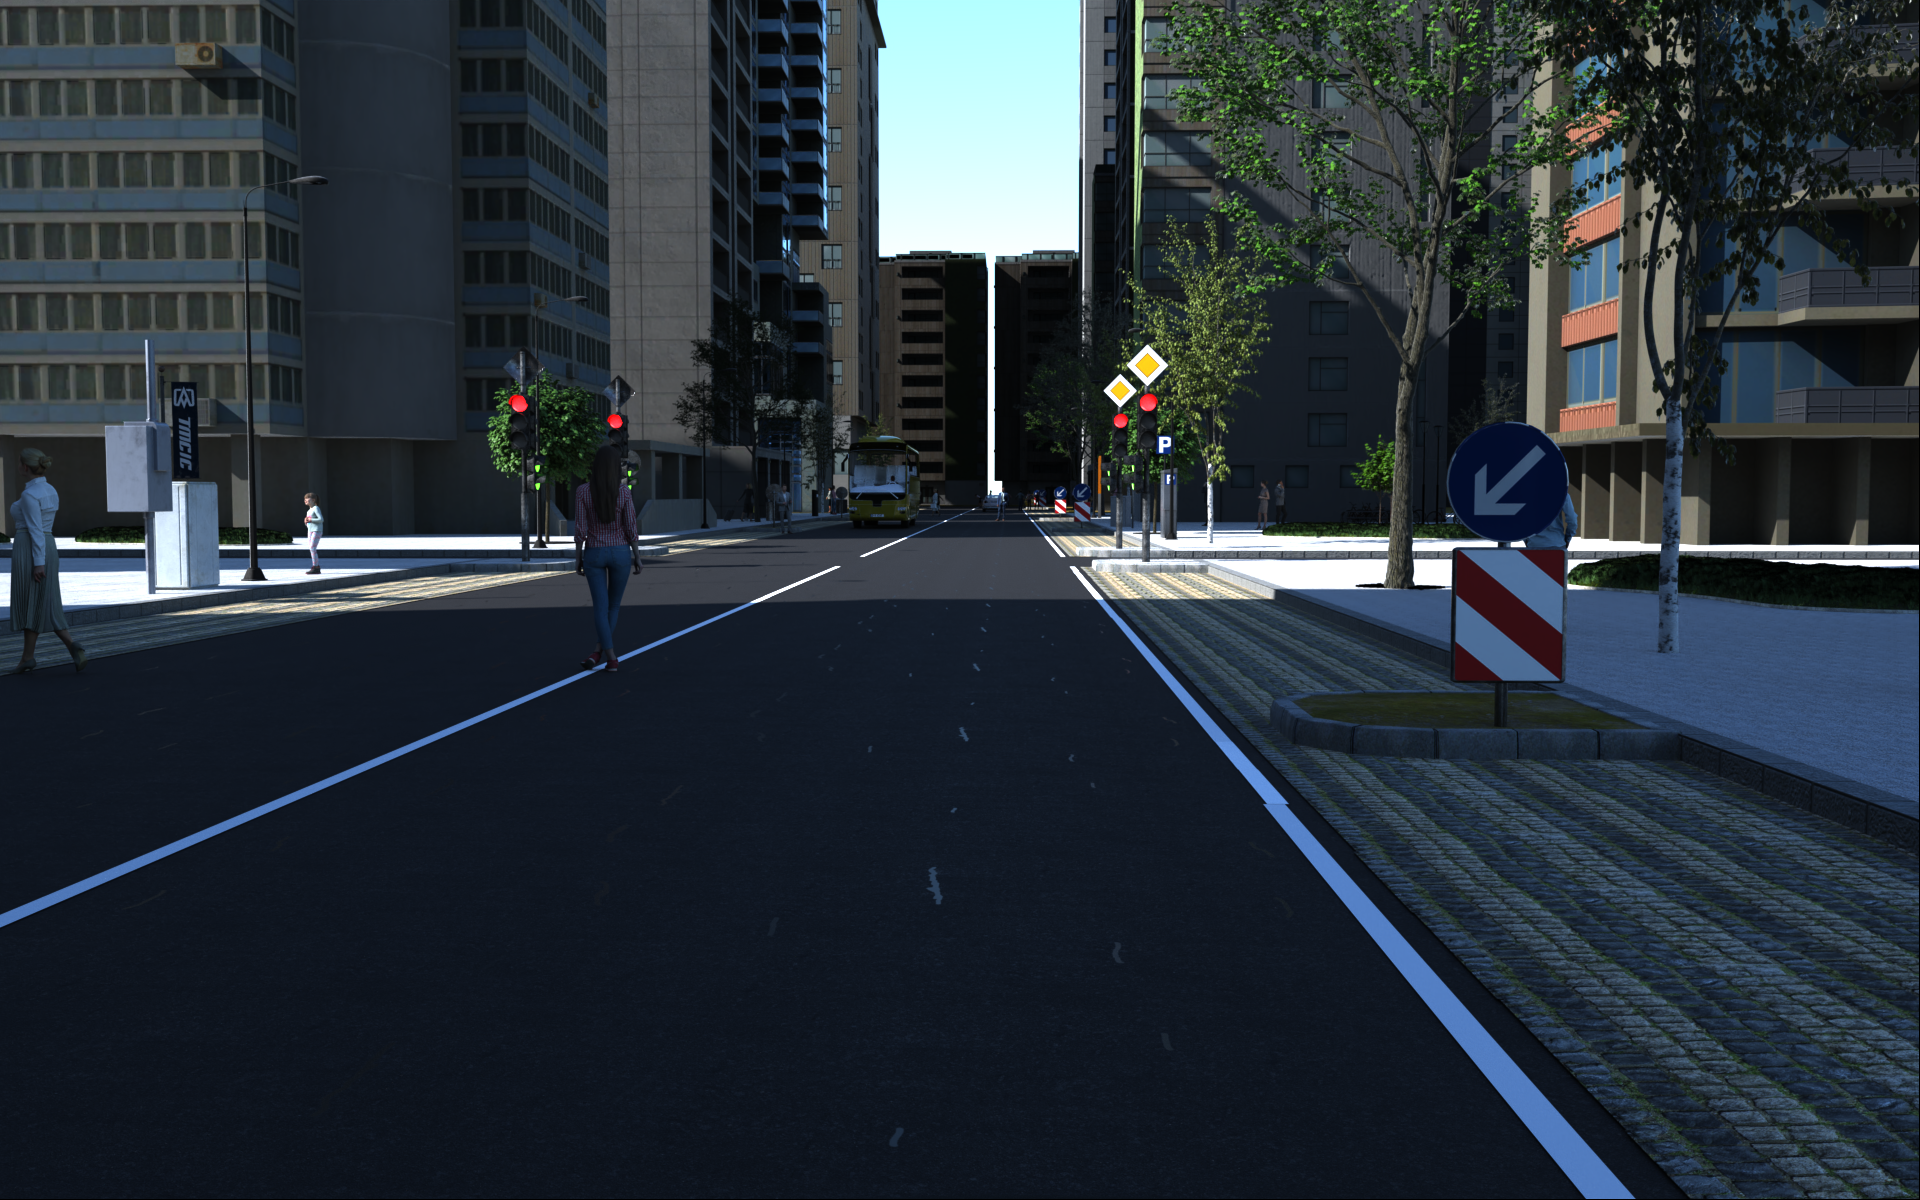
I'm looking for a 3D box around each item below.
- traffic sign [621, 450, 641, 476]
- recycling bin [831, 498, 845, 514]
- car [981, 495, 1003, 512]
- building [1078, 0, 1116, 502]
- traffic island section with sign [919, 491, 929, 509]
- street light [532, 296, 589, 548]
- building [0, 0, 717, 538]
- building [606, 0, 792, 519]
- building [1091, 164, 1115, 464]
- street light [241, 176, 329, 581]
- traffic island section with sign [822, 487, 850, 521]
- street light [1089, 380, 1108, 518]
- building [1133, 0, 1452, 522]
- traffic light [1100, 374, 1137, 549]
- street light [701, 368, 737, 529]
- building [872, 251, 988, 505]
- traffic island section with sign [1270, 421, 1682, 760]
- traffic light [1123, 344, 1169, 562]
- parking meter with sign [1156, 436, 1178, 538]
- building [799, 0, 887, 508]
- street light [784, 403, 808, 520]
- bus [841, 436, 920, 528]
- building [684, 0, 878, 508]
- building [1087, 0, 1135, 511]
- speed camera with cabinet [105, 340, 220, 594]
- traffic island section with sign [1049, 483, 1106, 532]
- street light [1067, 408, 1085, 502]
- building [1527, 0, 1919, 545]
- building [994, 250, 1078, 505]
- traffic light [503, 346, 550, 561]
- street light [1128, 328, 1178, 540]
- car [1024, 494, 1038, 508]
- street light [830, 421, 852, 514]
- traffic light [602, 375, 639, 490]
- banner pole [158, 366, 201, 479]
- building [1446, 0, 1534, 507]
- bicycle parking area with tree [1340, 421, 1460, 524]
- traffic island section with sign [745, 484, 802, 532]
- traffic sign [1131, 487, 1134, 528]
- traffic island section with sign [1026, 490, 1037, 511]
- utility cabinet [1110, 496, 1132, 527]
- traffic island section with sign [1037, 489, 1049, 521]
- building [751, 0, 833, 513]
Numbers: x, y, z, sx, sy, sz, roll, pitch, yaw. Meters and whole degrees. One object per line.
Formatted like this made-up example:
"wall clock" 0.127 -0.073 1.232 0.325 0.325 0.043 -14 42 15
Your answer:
"traffic sign" -9.558 -3.042 49.840 0.768 2.556 0.104 0 4 6
"recycling bin" -7.977 -6.154 113.165 0.722 1.027 0.722 -1 4 -21
"car" 2.741 -7.832 140.419 2.083 1.381 4.827 0 4 1
"building" 22.453 -38.677 174.367 21.231 58.520 28.212 0 4 2
"traffic island section with sign" -4.068 -9.879 170.145 1.989 1.847 2.006 0 4 2
"street light" -9.416 -4.178 40.853 1.470 5.913 1.316 0 4 2
"building" -25.809 -22.519 60.071 32.217 40.220 23.993 0 4 2
"building" -20.351 -40.284 96.896 20.563 71.187 20.611 0 4 2
"building" 18.634 -23.395 154.202 14.160 30.474 14.107 0 4 2
"street light" -9.917 -3.237 25.467 1.470 5.913 1.316 0 4 2
"traffic island section with sign" -6.287 -5.133 92.559 1.989 1.847 2.006 0 4 2
"street light" 6.036 -6.011 70.821 1.470 5.913 1.316 0 4 2
"building" 15.437 -24.514 84.399 14.154 41.232 14.086 0 4 2
"traffic light" 3.722 -3.159 40.577 0.839 4.253 0.868 0 4 2
"street light" -8.923 -5.599 64.083 1.470 5.913 1.316 0 4 2
"building" -3.634 -26.714 208.482 14.107 30.474 14.160 0 4 2
"traffic island section with sign" 2.904 -0.098 10.236 1.989 1.847 2.006 0 4 2
"traffic light" 3.495 -2.671 32.595 0.839 4.253 0.868 0 4 2
"parking meter with sign" 6.121 -3.343 50.925 0.543 3.016 1.738 0 3 0
"building" -22.128 -35.869 175.697 27.495 52.752 28.713 0 4 2
"street light" -8.306 -7.019 87.299 1.470 5.913 1.316 0 4 2
"bus" -3.276 -5.191 76.417 2.896 3.916 12.252 0 4 1
"building" -20.900 -47.247 210.743 20.611 71.187 20.563 0 4 2
"building" 20.806 -42.636 135.355 20.563 71.187 20.611 0 4 2
"speed camera with cabinet" -10.574 -1.753 22.992 0.660 3.252 2.038 0 4 0
"traffic island section with sign" 4.464 -3.465 65.279 1.989 1.847 2.006 0 4 2
"street light" 6.692 -7.387 93.313 1.470 5.913 1.316 0 4 2
"building" 31.255 -24.255 51.193 28.867 44.769 22.147 0 4 2
"building" 11.043 -26.688 208.054 14.107 30.474 14.160 0 4 2
"traffic light" -8.262 -2.691 32.913 0.839 4.253 0.868 0 4 2
"street light" 5.420 -4.656 48.665 1.470 5.913 1.316 0 4 2
"car" 7.332 -9.996 173.664 2.015 1.641 3.980 0 4 1
"street light" -7.527 -8.374 109.450 1.470 5.913 1.316 0 4 2
"traffic light" -8.035 -3.179 40.895 0.839 4.253 0.868 0 4 2
"banner pole" -15.349 -2.687 33.956 0.863 3.779 0.401 -1 4 -19
"building" 47.340 -45.177 176.897 20.611 71.187 20.563 0 4 2
"bicycle parking area with tree" 19.215 -5.080 70.065 9.016 4.147 8.231 2 4 34
"traffic island section with sign" -7.041 -3.485 65.615 1.989 1.847 2.006 0 4 2
"traffic sign" 6.456 -3.951 64.706 0.768 2.556 0.104 1 4 10
"traffic island section with sign" 6.682 -8.214 142.921 1.989 1.847 2.006 0 4 2
"utility cabinet" 6.309 -3.477 68.007 0.306 1.237 1.020 -2 4 -31
"traffic island section with sign" 5.252 -5.150 92.836 1.989 1.847 2.006 0 4 2
"building" -20.520 -50.082 131.508 22.319 86.520 31.000 0 4 2
